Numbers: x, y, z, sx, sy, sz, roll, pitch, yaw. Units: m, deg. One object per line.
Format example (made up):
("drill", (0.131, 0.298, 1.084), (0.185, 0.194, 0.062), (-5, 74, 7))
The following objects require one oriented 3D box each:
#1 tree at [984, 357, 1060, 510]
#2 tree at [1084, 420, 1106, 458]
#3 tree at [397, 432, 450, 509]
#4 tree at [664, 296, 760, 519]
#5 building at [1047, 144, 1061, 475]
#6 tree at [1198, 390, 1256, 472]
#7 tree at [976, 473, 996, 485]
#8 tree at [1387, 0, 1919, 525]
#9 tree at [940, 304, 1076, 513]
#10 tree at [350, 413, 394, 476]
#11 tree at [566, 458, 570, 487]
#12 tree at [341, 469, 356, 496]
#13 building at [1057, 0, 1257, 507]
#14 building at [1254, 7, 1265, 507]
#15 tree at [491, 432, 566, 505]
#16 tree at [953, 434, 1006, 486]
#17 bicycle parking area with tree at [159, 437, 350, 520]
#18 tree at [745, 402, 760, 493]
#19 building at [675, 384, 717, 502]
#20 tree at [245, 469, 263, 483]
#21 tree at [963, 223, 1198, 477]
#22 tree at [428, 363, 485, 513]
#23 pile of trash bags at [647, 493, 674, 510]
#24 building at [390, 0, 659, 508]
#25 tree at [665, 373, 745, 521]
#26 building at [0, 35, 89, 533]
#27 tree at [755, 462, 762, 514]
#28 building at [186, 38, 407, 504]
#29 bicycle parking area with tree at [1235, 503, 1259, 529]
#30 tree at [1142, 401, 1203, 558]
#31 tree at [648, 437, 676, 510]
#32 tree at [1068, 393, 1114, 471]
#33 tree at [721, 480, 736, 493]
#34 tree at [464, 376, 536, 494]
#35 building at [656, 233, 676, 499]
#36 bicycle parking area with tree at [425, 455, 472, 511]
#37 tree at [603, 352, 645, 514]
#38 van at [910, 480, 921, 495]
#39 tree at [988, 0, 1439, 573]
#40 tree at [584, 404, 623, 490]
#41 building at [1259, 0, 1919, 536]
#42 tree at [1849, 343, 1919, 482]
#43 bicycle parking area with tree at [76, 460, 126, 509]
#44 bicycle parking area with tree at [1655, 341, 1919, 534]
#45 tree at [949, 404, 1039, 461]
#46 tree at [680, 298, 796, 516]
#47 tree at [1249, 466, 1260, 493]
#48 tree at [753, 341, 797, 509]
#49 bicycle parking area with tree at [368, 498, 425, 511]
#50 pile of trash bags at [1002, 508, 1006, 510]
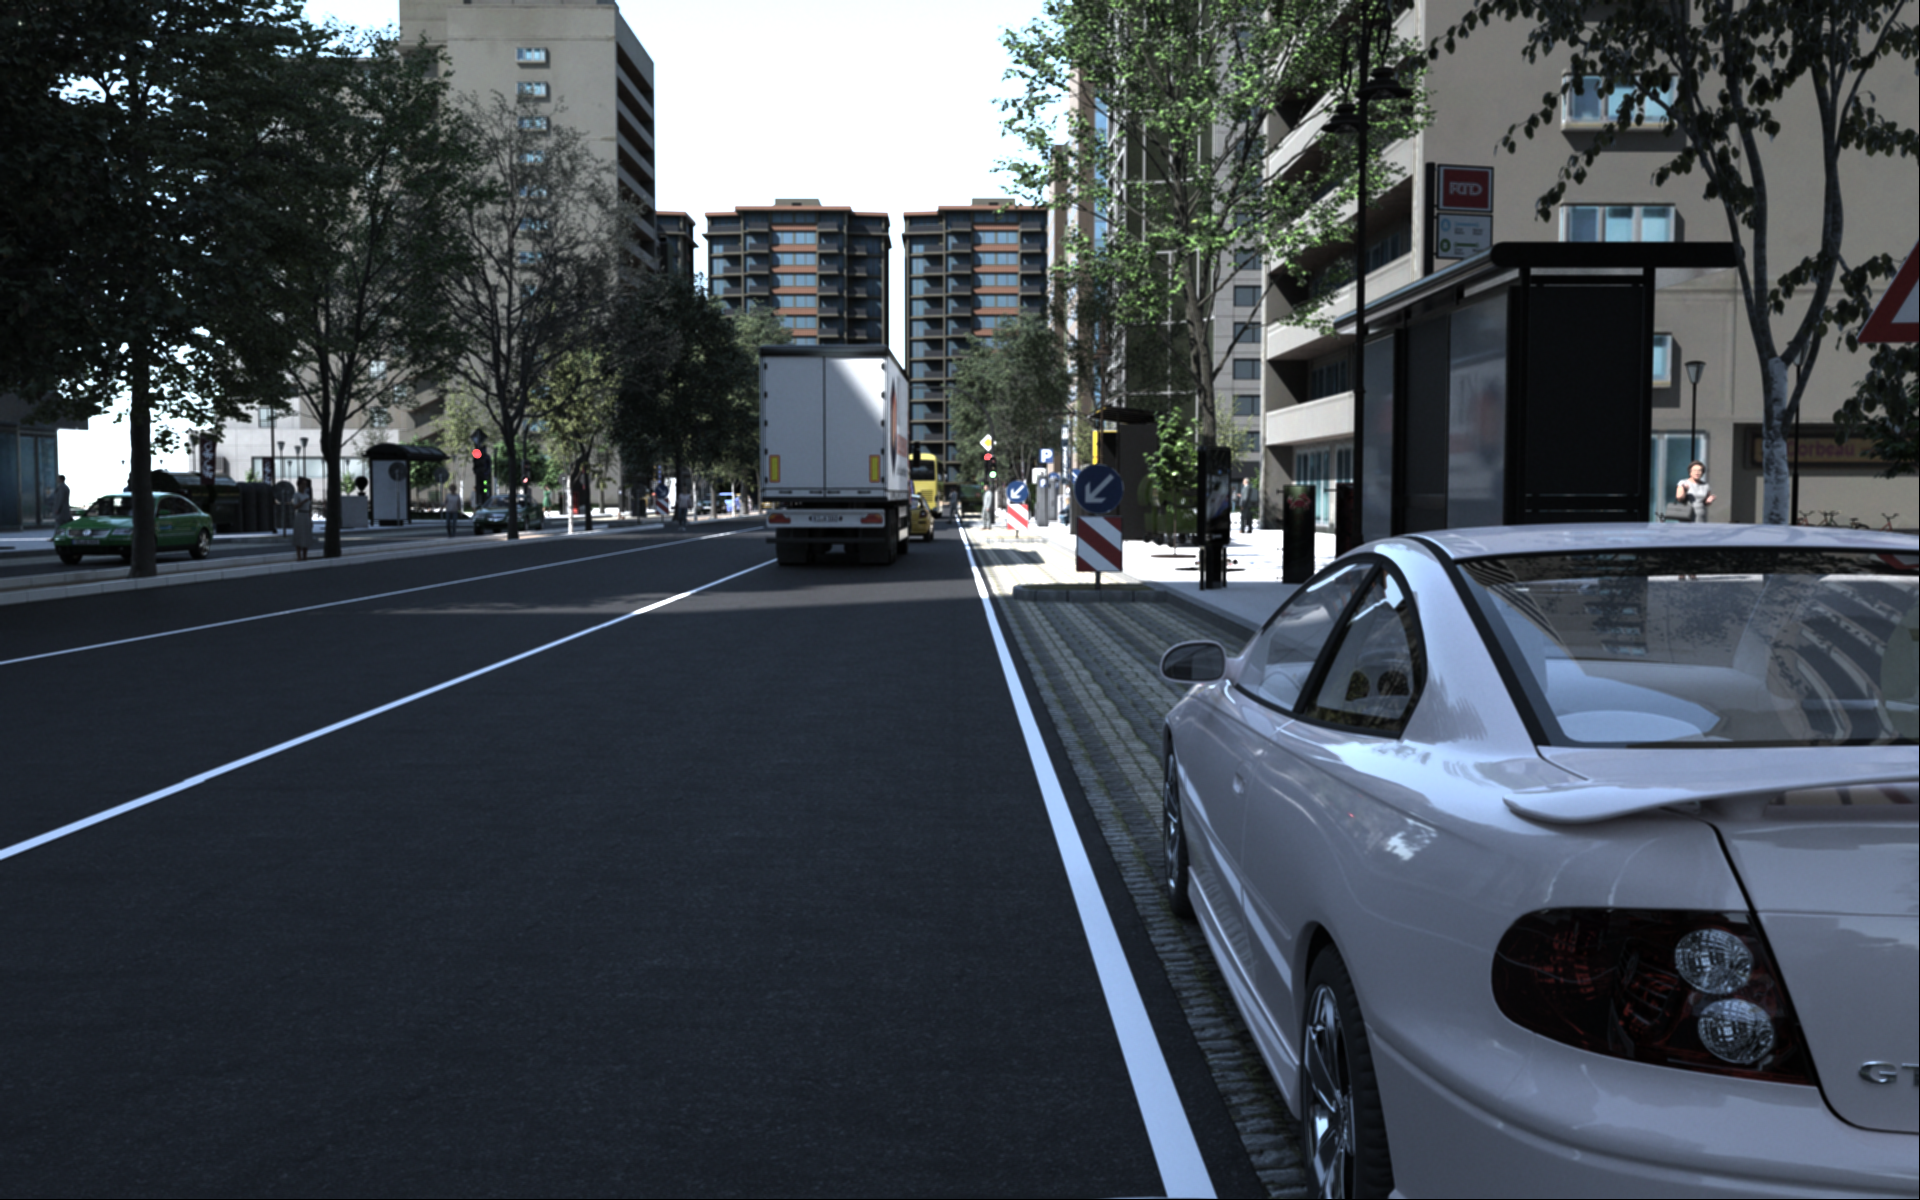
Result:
("tree", (3.259, -8.431, 88.212), (4.360, 8.622, 3.978), (0, 3, 0))
("tree", (13.195, -12.424, 153.489), (4.360, 8.622, 3.978), (0, 3, 0))
("tree", (-28.893, -6.630, 92.115), (4.285, 4.588, 4.351), (0, 3, 0))
("tree", (-14.044, -10.848, 97.956), (7.486, 12.596, 7.792), (0, 3, 0))
("building", (18.251, -34.652, 216.669), (14.600, 45.320, 14.200), (0, 4, 0))
("tree", (18.819, -10.563, 123.060), (4.737, 8.622, 4.395), (0, 3, 0))
("tree", (3.308, -12.986, 196.029), (4.285, 4.588, 4.351), (0, 3, 0))
("tree", (4.488, -3.630, 9.709), (4.360, 8.622, 3.978), (0, 3, 0))
("tree", (3.450, -12.939, 118.201), (9.857, 13.997, 8.962), (0, 3, 0))
("tree", (-49.868, -12.089, 148.011), (4.360, 8.622, 3.978), (0, 3, 0))
("tree", (-31.756, -9.254, 135.013), (4.285, 4.588, 4.351), (0, 3, 0))
("tree", (-46.872, -8.426, 132.360), (1.663, 3.219, 1.824), (0, 3, 0))
("building", (21.510, -46.500, 198.527), (20.563, 71.187, 20.611), (0, 4, 0))
("building", (20.694, -42.807, 138.145), (20.563, 71.187, 20.611), (0, 4, 0))
("tree", (-23.376, -6.604, 91.688), (4.285, 4.588, 4.351), (0, 3, 0))
("tree", (3.724, -19.271, 232.084), (9.611, 12.733, 9.660), (0, 3, 0))
("bicycle parking area with tree", (-35.874, -6.158, 87.683), (8.231, 4.147, 9.016), (0, 4, -3))
("tree", (-13.830, -9.354, 105.761), (4.737, 8.622, 4.395), (0, 3, 0))
("building", (-45.886, -22.362, 210.664), (28.899, 21.520, 27.650), (0, 4, 0))
("tree", (-49.098, -7.659, 119.825), (1.663, 3.219, 1.824), (0, 3, 0))
("tree", (4.902, -7.648, 59.450), (7.601, 10.594, 8.767), (1, 4, 14))
("tree", (-27.959, -8.990, 97.356), (4.737, 8.622, 4.395), (0, 3, 0))
("pile of trash bags", (-24.473, -7.994, 140.451), (1.912, 1.369, 3.447), (-1, 4, -23))
("building", (-41.605, -33.203, 166.567), (21.300, 48.544, 21.600), (0, 4, 0))
("tree", (-14.055, -8.505, 91.876), (4.737, 8.622, 4.395), (0, 3, 0))
("building", (-45.627, -26.469, 52.376), (30.456, 49.044, 23.786), (0, 4, 0))
("tree", (-14.019, -11.317, 121.896), (8.767, 10.594, 7.601), (0, 4, 0))
("building", (-74.080, -37.925, 209.315), (27.495, 52.752, 28.713), (0, 4, 0))
("bicycle parking area with tree", (14.619, -4.899, 67.103), (8.231, 4.147, 9.016), (1, 4, 15))
("tree", (4.252, -2.461, 34.846), (1.663, 3.219, 1.824), (0, 3, 0))
("tree", (-23.303, -11.451, 137.585), (4.360, 8.622, 3.978), (0, 3, 0))
("tree", (9.334, -10.814, 127.173), (4.737, 8.622, 4.395), (0, 3, 0))
("tree", (-24.322, -11.393, 180.874), (1.663, 3.219, 1.824), (0, 3, 0))
("tree", (-27.355, -9.354, 103.302), (4.360, 8.622, 3.978), (0, 3, 0))
("building", (-38.570, -25.310, 185.523), (14.160, 30.474, 14.107), (0, 4, 0))
("bicycle parking area with tree", (-39.618, -8.671, 128.768), (8.231, 4.147, 9.016), (3, 5, 42))
("tree", (-23.097, -11.390, 111.975), (9.928, 11.665, 9.643), (0, 3, 0))
("van", (-2.753, -3.982, 69.497), (2.240, 2.365, 5.245), (0, 4, 1))
("tree", (4.021, -6.291, 28.620), (9.928, 11.665, 9.643), (0, 3, 0))
("tree", (-29.480, -11.775, 142.882), (4.360, 8.622, 3.978), (0, 3, 0))
("building", (21.474, -26.097, 50.391), (21.300, 48.544, 21.600), (0, 4, 0))
("tree", (8.679, -1.269, 15.349), (1.663, 3.219, 1.824), (0, 3, 0))
("bicycle parking area with tree", (-67.625, -9.580, 143.627), (8.231, 4.147, 9.016), (3, 5, 45))
("bicycle parking area with tree", (15.907, -2.930, 34.907), (9.016, 4.147, 8.231), (1, 4, 16))
("tree", (3.927, -15.849, 169.500), (12.009, 13.543, 11.850), (0, 3, 0))
("tree", (-14.150, -12.469, 112.979), (9.857, 13.997, 8.962), (0, 3, 0))
("tree", (18.310, -6.685, 103.897), (1.663, 3.219, 1.824), (0, 3, 0))
("tree", (-14.164, -13.386, 131.693), (12.009, 13.543, 11.850), (0, 3, 0))
("bicycle parking area with tree", (-36.615, -6.751, 97.373), (9.016, 4.147, 8.231), (1, 4, 22))
("pile of trash bags", (4.414, -8.188, 143.626), (1.912, 1.369, 3.447), (0, 4, -2))
